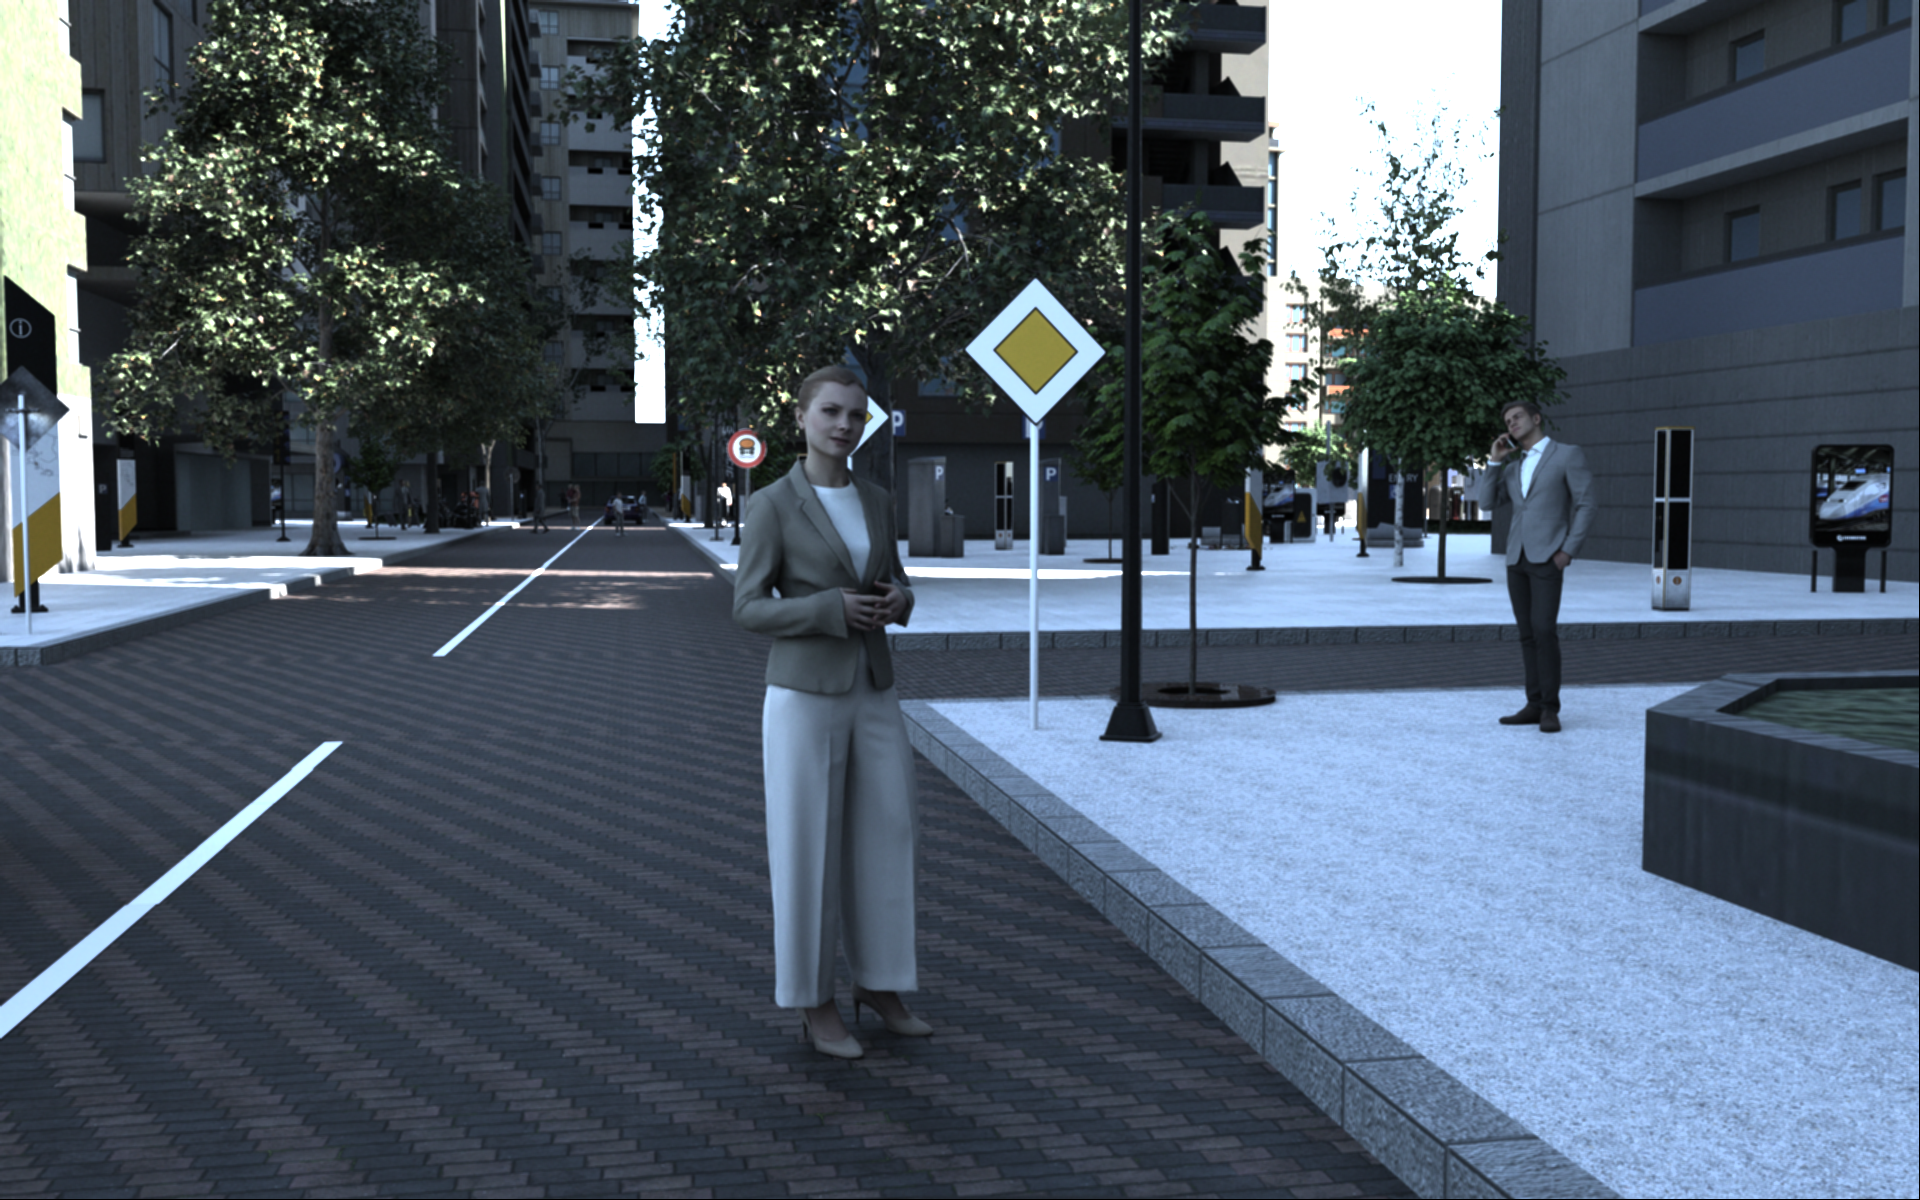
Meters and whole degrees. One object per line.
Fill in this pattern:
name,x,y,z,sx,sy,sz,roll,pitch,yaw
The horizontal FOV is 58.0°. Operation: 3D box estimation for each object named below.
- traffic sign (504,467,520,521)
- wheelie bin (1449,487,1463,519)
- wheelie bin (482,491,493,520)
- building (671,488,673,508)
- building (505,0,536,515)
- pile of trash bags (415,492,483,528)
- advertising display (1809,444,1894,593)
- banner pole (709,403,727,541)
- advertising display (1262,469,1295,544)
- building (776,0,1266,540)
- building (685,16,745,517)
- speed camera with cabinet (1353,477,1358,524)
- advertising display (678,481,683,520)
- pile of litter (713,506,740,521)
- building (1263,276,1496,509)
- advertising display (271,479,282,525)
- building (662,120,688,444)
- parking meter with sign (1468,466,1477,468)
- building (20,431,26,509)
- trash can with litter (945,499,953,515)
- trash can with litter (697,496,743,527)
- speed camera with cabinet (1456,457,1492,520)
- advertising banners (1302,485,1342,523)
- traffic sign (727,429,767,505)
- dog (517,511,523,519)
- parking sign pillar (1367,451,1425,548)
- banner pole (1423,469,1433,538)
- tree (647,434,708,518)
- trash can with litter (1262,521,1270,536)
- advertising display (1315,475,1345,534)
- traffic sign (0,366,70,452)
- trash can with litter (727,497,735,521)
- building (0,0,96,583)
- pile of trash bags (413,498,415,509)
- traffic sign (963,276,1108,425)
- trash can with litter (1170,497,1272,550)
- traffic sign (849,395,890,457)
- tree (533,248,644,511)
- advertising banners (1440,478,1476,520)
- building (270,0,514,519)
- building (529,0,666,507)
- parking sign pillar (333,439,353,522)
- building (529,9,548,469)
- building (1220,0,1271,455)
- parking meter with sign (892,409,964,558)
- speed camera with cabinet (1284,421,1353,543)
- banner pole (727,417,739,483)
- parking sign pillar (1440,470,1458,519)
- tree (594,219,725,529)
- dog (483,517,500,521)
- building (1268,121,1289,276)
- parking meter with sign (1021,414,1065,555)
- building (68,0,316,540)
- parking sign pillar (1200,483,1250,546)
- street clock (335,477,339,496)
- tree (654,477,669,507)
traffic sign,-21.396,-5.057,82.793,0.768,2.556,0.104,0,4,-4
wheelie bin,21.739,-4.128,75.401,0.693,1.594,0.980,-2,4,-27
wheelie bin,-23.515,-4.757,85.679,0.693,1.594,0.980,-3,5,-41
building,-15.774,-43.871,155.548,20.563,71.187,20.611,-1,4,-11
building,-39.082,-29.822,111.293,21.300,48.544,21.600,-1,4,-11
pile of trash bags,-19.097,-3.444,66.055,1.912,1.369,3.447,0,4,4
advertising display,11.592,-1.060,22.544,0.974,1.923,0.123,0,4,8
banner pole,-6.782,-3.537,47.839,0.401,3.779,0.863,-1,4,-18
advertising display,8.246,-2.435,45.028,0.974,1.923,0.123,-1,4,-16
building,0.319,-24.687,53.739,14.600,45.320,14.200,-1,4,-11
building,-7.153,-34.844,111.696,21.231,58.520,28.212,-1,4,-11
speed camera with cabinet,15.253,-4.250,63.816,2.038,3.252,0.660,-1,4,-21
advertising display,-13.962,-4.985,86.721,0.123,1.923,0.974,-1,4,-18
pile of litter,-11.207,-4.231,83.140,1.719,0.858,1.176,3,5,41
building,33.793,-19.471,163.385,28.899,21.520,27.650,-1,4,-11
advertising display,-28.957,-4.128,72.711,0.974,1.923,0.123,-3,5,-45
building,-23.888,-32.525,181.898,14.200,45.320,14.600,-1,4,-11
parking meter with sign,28.828,-6.026,94.784,0.543,3.016,1.738,-3,5,-43
building,-87.422,-20.334,177.499,28.899,21.520,27.650,-1,4,-11
trash can with litter,-0.706,-1.919,42.760,1.055,1.170,0.624,0,4,-1
trash can with litter,-9.090,-3.432,67.170,1.678,1.210,2.233,-3,4,-36
speed camera with cabinet,23.550,-5.137,78.331,2.038,3.252,0.660,2,4,33
advertising banners,16.207,-4.997,77.895,2.074,3.025,0.090,3,4,38
traffic sign,-4.159,-2.067,33.905,0.768,2.556,0.104,0,4,-1
dog,-22.494,-4.311,88.223,0.550,0.427,0.748,2,4,33
parking sign pillar,10.546,-3.273,41.978,1.447,3.967,1.447,0,4,4
banner pole,13.660,-3.711,50.686,0.401,3.779,0.863,1,4,16
tree,-15.406,-6.775,94.478,4.285,4.588,4.351,0,3,0
trash can with litter,9.626,-2.566,53.336,0.624,1.170,1.055,0,4,4
advertising display,11.924,-3.096,55.826,0.974,1.923,0.123,0,4,4
traffic sign,-8.532,-0.831,15.785,0.795,2.593,0.064,-1,4,-11
trash can with litter,-10.837,-4.290,81.522,0.624,1.170,1.055,0,4,-5
building,-20.329,-20.588,20.217,14.154,41.232,14.086,-1,4,-11
pile of trash bags,-26.615,-4.809,88.386,3.447,1.369,1.912,-1,4,-11
traffic sign,0.425,-0.437,9.335,0.795,2.593,0.064,-1,4,-11
trash can with litter,6.005,-1.790,40.321,2.233,1.210,1.678,2,4,34
traffic sign,-1.068,-0.917,17.180,0.795,2.593,0.064,-1,4,-11
tree,-30.823,-16.898,132.176,12.611,20.169,13.585,0,3,0
advertising banners,19.337,-4.356,67.411,2.074,3.025,0.090,-2,4,-31
building,-32.380,-25.142,94.659,14.154,41.232,14.086,-1,4,-11
building,-45.744,-36.439,185.014,27.495,52.752,28.713,-1,4,-11
parking sign pillar,-31.190,-5.953,85.800,1.447,3.967,1.447,1,4,15
building,-51.363,-32.306,147.808,30.456,49.044,23.786,-1,4,-11
building,1.184,-28.058,82.449,21.300,48.544,21.600,-1,4,-11
parking meter with sign,-0.685,-2.387,35.290,1.738,3.016,0.543,3,4,38
speed camera with cabinet,9.413,-3.178,46.288,2.038,3.252,0.660,-2,4,-28
banner pole,-6.769,-3.655,49.775,0.863,3.779,0.401,0,4,1
parking sign pillar,25.029,-6.101,88.230,1.447,3.967,1.447,-2,4,-34
tree,-9.429,-8.461,64.100,9.928,11.665,9.643,0,3,0
dog,-22.473,-4.001,83.149,0.748,0.427,0.550,0,4,-3
building,20.439,-33.036,194.759,28.867,44.769,22.147,-1,4,-11
parking meter with sign,1.824,-2.500,37.128,0.543,3.016,1.738,-1,4,-16
building,-35.614,-28.278,51.578,28.713,52.752,27.495,-1,4,-11
parking sign pillar,6.751,-3.355,43.323,1.447,3.967,1.447,1,4,18
street clock,-26.319,-4.170,72.742,0.471,2.002,0.358,-1,4,-19
tree,-28.479,-10.569,167.410,1.663,3.219,1.824,0,3,0
